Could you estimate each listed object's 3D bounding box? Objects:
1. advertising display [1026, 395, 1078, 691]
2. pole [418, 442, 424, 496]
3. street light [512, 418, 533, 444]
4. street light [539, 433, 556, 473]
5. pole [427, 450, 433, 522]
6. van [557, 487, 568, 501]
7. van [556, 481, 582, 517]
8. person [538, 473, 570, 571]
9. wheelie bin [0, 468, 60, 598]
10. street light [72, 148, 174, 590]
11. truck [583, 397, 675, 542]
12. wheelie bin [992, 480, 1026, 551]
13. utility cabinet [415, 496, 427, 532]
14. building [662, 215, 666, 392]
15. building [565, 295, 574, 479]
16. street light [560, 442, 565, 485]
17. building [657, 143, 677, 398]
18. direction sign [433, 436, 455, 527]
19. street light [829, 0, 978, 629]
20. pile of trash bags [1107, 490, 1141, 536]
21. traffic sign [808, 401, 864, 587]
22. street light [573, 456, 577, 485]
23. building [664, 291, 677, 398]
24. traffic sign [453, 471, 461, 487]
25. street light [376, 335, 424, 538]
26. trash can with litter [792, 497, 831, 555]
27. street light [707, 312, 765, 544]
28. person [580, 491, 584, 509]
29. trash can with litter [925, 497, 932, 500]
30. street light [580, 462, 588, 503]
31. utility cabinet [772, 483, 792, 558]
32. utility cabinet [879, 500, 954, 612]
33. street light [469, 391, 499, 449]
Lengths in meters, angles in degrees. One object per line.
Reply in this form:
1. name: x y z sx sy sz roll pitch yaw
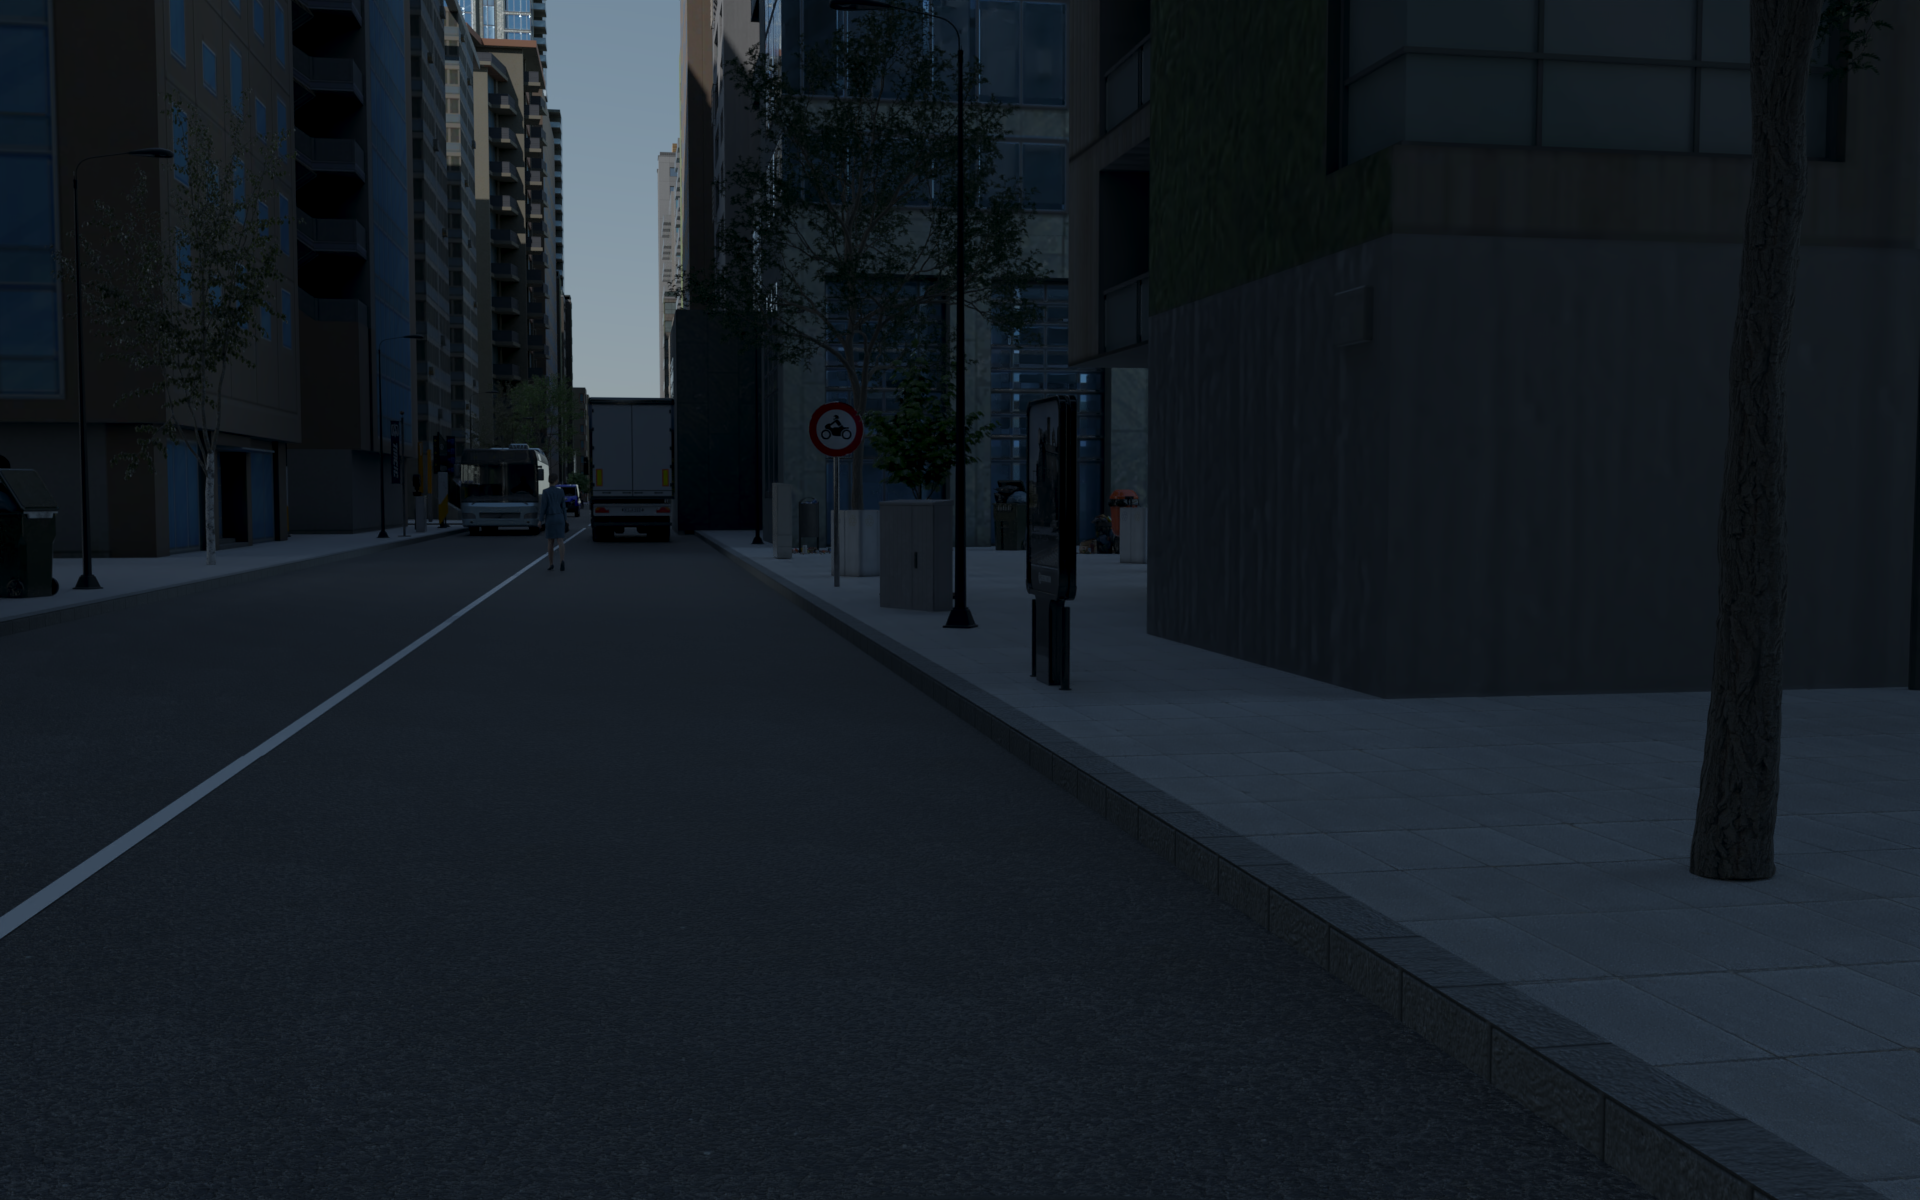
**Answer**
1. advertising display: 0.611 -0.397 11.709 0.123 1.923 0.974 -1 4 -11
2. pole: -21.154 -4.533 67.955 0.158 3.312 0.155 0 3 0
3. street light: -26.571 -8.105 105.059 1.470 5.913 1.316 -1 4 -11
4. street light: -31.587 -9.778 132.419 1.470 5.913 1.316 -1 4 -11
5. pole: -24.267 -5.226 79.290 0.158 3.312 0.155 0 3 0
6. van: -22.520 -5.375 94.900 2.013 2.044 4.112 -1 4 -12
7. van: -24.993 -6.420 109.345 2.240 2.365 5.245 -1 4 -11
8. person: -7.577 -1.456 32.327 0.581 1.822 0.654 -1 4 -21
9. wheelie bin: -11.717 -0.833 21.522 0.693 1.594 0.980 1 4 12
10. street light: -11.252 -3.105 23.315 1.470 5.913 1.316 -1 4 -11
11. truck: -10.669 -4.083 55.671 2.839 4.237 11.283 -1 4 -12
12. wheelie bin: 1.165 -1.929 39.454 0.980 1.594 0.693 2 4 28
13. utility cabinet: -18.165 -2.887 58.364 0.306 1.237 1.020 -1 4 -13
14. building: -34.869 -39.759 269.675 23.786 49.044 30.456 -1 4 -11
15. building: -61.084 -28.663 240.337 14.160 30.474 14.107 -1 4 -11
16. street light: -35.748 -11.080 153.695 1.470 5.913 1.316 -1 4 -11
17. building: -41.124 -46.239 298.005 21.231 58.520 28.212 -1 4 -11
18. direction sign: -20.010 -4.604 67.267 0.876 3.537 0.379 -3 4 -39
19. street light: -0.529 -2.683 16.406 1.470 5.913 1.316 -1 4 -11
20. pile of trash bags: 4.495 -1.525 34.693 3.447 1.369 1.912 -2 4 -27
21. traffic sign: -1.703 -1.455 23.903 0.768 2.556 0.104 0 4 -3
22. street light: -40.967 -12.767 181.283 1.470 5.913 1.316 -1 4 -11
23. building: -35.144 -29.105 247.564 14.160 30.474 14.107 -1 4 -11
24. traffic sign: -20.154 -4.071 70.202 0.795 2.450 0.064 -1 4 -11
25. street light: -16.306 -4.766 50.470 1.470 5.913 1.316 -1 4 -11
26. trash can with litter: -2.927 -1.637 37.820 2.233 1.210 1.678 -3 5 -44
27. street light: -5.707 -4.372 44.023 1.470 5.913 1.316 -1 4 -11
28. person: -37.209 -9.833 169.792 0.750 1.759 0.617 2 4 25
29. trash can with litter: -0.720 -1.727 39.293 1.678 1.210 2.233 -1 4 -13
30. street light: -45.938 -14.429 208.453 1.470 5.913 1.316 -1 4 -11
31. utility cabinet: -3.552 -1.590 34.681 0.318 1.500 1.173 -1 4 -10
32. utility cabinet: -0.500 -0.499 19.327 0.306 1.237 1.020 -3 4 -38
33. street light: -21.437 -6.444 77.903 1.470 5.913 1.316 -1 4 -11
